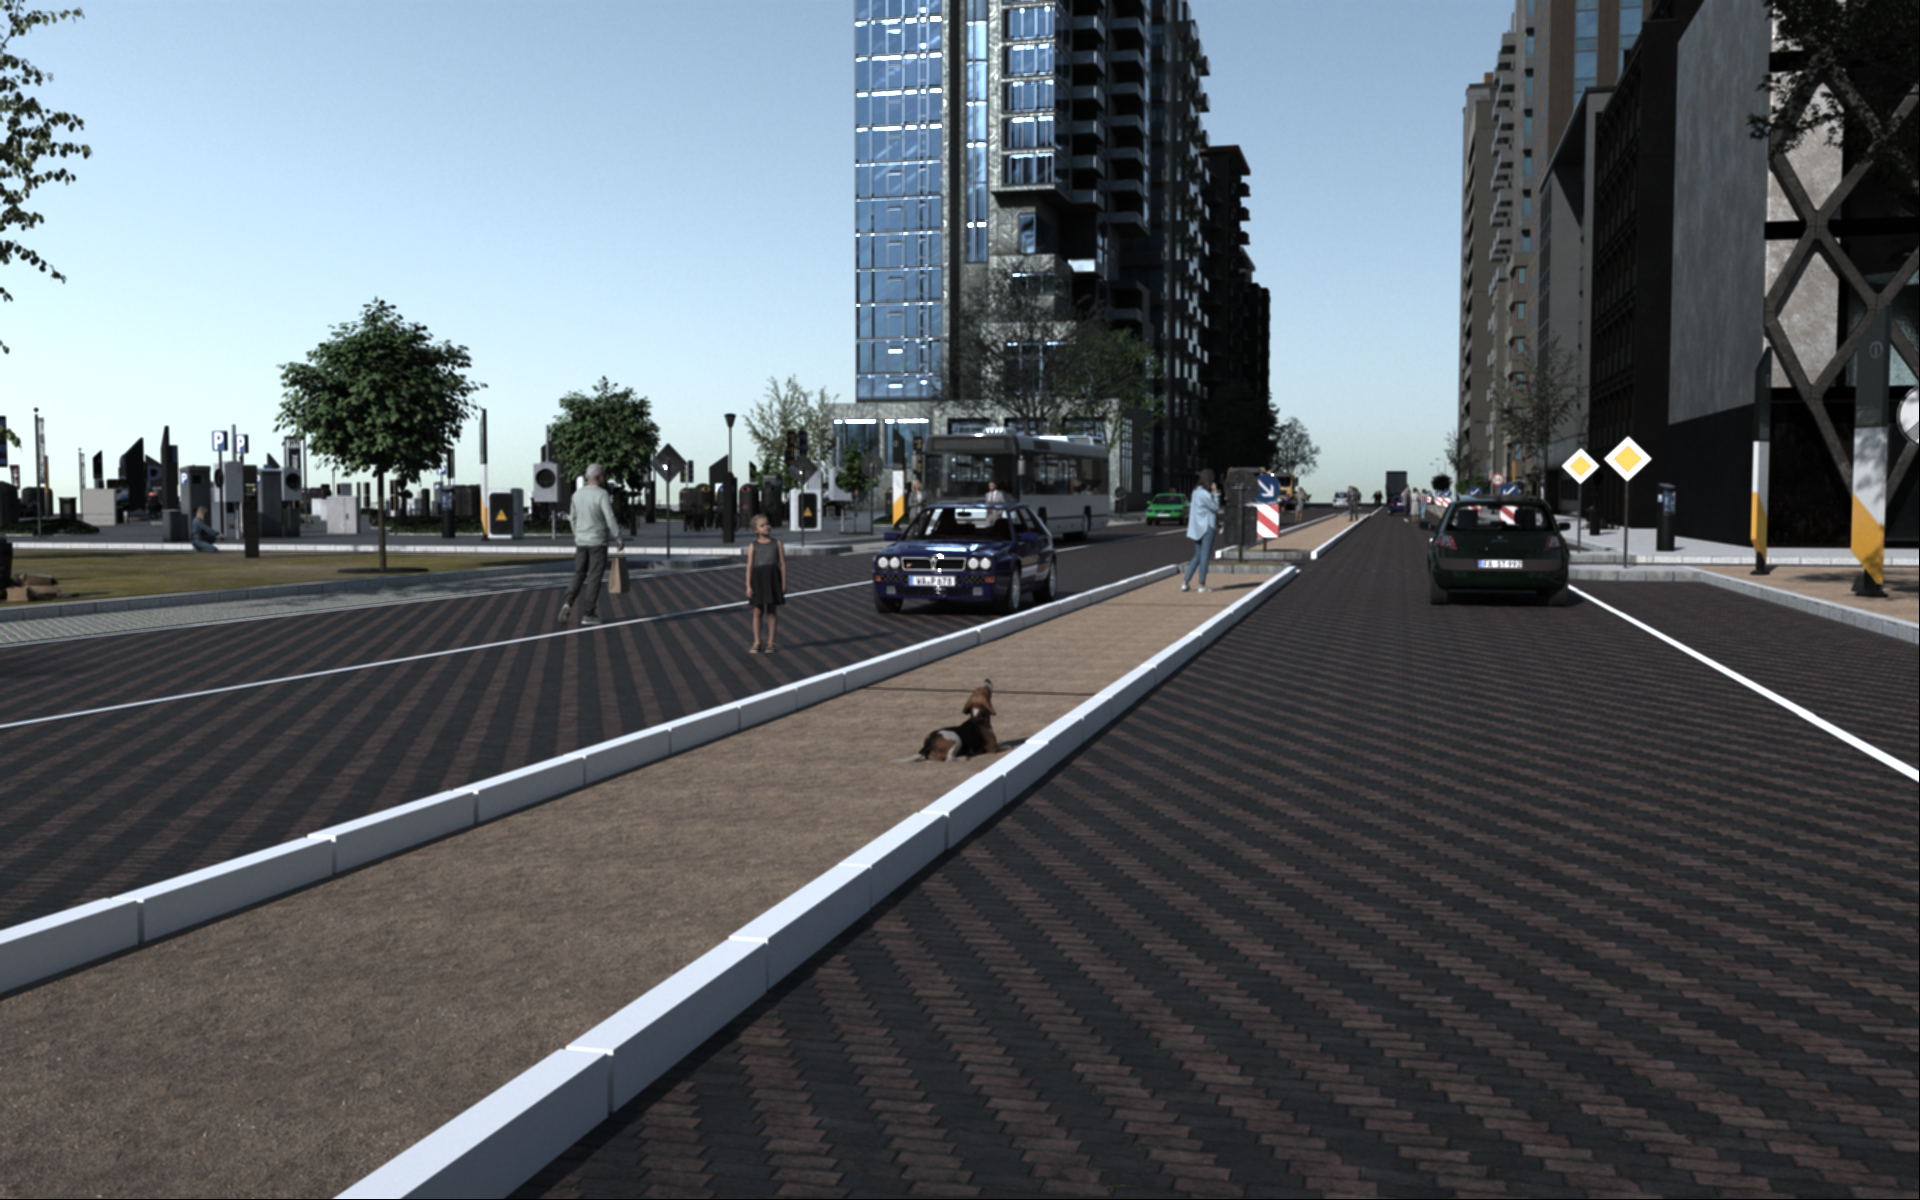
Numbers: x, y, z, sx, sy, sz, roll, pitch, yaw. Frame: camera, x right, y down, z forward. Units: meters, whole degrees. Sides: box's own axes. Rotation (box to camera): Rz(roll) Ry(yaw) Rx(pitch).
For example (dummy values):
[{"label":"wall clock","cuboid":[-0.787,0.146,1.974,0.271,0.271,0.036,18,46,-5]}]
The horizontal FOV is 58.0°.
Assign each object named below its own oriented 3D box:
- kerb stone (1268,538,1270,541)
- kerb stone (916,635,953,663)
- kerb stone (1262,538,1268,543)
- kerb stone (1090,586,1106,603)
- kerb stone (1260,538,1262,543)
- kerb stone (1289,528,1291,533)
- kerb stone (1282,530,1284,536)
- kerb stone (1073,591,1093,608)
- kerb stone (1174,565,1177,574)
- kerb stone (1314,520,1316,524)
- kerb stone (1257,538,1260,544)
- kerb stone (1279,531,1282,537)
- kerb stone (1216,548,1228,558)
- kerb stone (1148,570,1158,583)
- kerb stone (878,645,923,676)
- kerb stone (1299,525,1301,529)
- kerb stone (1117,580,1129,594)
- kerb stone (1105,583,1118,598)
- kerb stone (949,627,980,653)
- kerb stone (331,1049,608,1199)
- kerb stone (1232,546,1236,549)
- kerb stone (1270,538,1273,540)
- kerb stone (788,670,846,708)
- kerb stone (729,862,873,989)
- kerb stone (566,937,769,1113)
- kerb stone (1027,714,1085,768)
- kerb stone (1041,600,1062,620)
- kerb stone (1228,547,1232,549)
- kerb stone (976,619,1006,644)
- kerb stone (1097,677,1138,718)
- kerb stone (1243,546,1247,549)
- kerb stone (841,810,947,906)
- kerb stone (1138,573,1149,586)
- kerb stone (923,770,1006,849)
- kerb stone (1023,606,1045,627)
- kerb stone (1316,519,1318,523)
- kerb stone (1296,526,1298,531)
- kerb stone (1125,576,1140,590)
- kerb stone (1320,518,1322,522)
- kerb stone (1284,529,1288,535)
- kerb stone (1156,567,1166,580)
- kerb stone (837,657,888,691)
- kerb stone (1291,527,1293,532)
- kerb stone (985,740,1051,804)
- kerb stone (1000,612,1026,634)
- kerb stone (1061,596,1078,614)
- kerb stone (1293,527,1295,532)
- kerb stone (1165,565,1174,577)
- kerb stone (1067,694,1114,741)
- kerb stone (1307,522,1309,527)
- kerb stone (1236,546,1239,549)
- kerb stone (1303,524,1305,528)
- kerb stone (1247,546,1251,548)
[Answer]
[{"label":"kerb stone","cuboid":[9.186,-1.837,52.250,0.120,0.150,1.000,1,4,14]},{"label":"kerb stone","cuboid":[-0.263,0.443,14.954,0.120,0.150,1.000,1,4,14]},{"label":"kerb stone","cuboid":[8.935,-1.772,51.258,0.120,0.150,1.000,1,4,14]},{"label":"kerb stone","cuboid":[1.756,-0.043,22.906,0.120,0.150,1.000,1,4,14]},{"label":"kerb stone","cuboid":[8.430,-1.655,49.274,0.120,0.150,1.000,1,4,14]},{"label":"kerb stone","cuboid":[11.707,-2.446,62.193,0.120,0.150,1.000,1,4,14]},{"label":"kerb stone","cuboid":[10.696,-2.203,58.218,0.120,0.150,1.000,1,4,14]},{"label":"kerb stone","cuboid":[1.501,0.017,21.916,0.120,0.150,1.000,1,4,14]},{"label":"kerb stone","cuboid":[3.772,-0.531,30.871,0.120,0.150,1.000,1,4,14]},{"label":"kerb stone","cuboid":[16.247,-3.538,80.092,0.120,0.150,1.000,1,4,14]},{"label":"kerb stone","cuboid":[8.188,-1.595,48.280,0.120,0.150,1.000,1,4,14]},{"label":"kerb stone","cuboid":[10.453,-2.142,57.225,0.120,0.150,1.000,1,4,14]},{"label":"kerb stone","cuboid":[5.917,-1.048,39.334,0.120,0.150,1.000,1,4,14]},{"label":"kerb stone","cuboid":[3.020,-0.343,27.893,0.120,0.150,1.000,1,4,14]},{"label":"kerb stone","cuboid":[-0.512,0.504,13.960,0.120,0.150,1.000,1,4,14]},{"label":"kerb stone","cuboid":[13.218,-2.811,68.165,0.120,0.150,1.000,1,4,14]},{"label":"kerb stone","cuboid":[2.261,-0.158,24.898,0.120,0.150,1.000,1,4,14]},{"label":"kerb stone","cuboid":[2.010,-0.105,23.907,0.120,0.150,1.000,1,4,14]},{"label":"kerb stone","cuboid":[-0.015,0.386,15.946,0.120,0.150,1.000,1,4,14]},{"label":"kerb stone","cuboid":[-0.991,1.143,3.510,0.120,0.150,1.000,1,4,14]},{"label":"kerb stone","cuboid":[6.422,-1.170,41.326,0.120,0.150,1.000,1,4,14]},{"label":"kerb stone","cuboid":[9.438,-1.899,53.249,0.120,0.150,1.000,1,4,14]},{"label":"kerb stone","cuboid":[-1.017,0.625,11.976,0.120,0.150,1.000,1,4,14]},{"label":"kerb stone","cuboid":[-0.490,1.021,5.497,0.120,0.150,1.000,1,4,14]},{"label":"kerb stone","cuboid":[-0.737,1.085,4.505,0.120,0.150,1.000,1,4,14]},{"label":"kerb stone","cuboid":[0.522,0.778,9.478,0.120,0.150,1.000,1,4,14]},{"label":"kerb stone","cuboid":[0.993,0.139,19.919,0.120,0.150,1.000,1,4,14]},{"label":"kerb stone","cuboid":[6.176,-1.105,40.323,0.120,0.150,1.000,1,4,14]},{"label":"kerb stone","cuboid":[0.254,0.321,16.939,0.120,0.150,1.000,1,4,14]},{"label":"kerb stone","cuboid":[1.028,0.656,11.472,0.120,0.150,1.000,1,4,14]},{"label":"kerb stone","cuboid":[7.180,-1.352,44.311,0.120,0.150,1.000,1,4,14]},{"label":"kerb stone","cuboid":[-0.242,0.962,6.489,0.120,0.150,1.000,1,4,14]},{"label":"kerb stone","cuboid":[2.762,-0.286,26.891,0.120,0.150,1.000,1,4,14]},{"label":"kerb stone","cuboid":[0.019,0.900,7.478,0.120,0.150,1.000,1,4,14]},{"label":"kerb stone","cuboid":[0.747,0.202,18.926,0.120,0.150,1.000,1,4,14]},{"label":"kerb stone","cuboid":[16.744,-3.660,82.074,0.120,0.150,1.000,1,4,14]},{"label":"kerb stone","cuboid":[12.715,-2.690,66.176,0.120,0.150,1.000,1,4,14]},{"label":"kerb stone","cuboid":[2.514,-0.226,25.891,0.120,0.150,1.000,1,4,14]},{"label":"kerb stone","cuboid":[17.752,-3.900,86.044,0.120,0.150,1.000,1,4,14]},{"label":"kerb stone","cuboid":[11.208,-2.325,60.208,0.120,0.150,1.000,1,4,14]},{"label":"kerb stone","cuboid":[3.269,-0.409,28.884,0.120,0.150,1.000,1,4,14]},{"label":"kerb stone","cuboid":[-0.758,0.564,12.968,0.120,0.150,1.000,1,4,14]},{"label":"kerb stone","cuboid":[11.962,-2.508,63.194,0.120,0.150,1.000,1,4,14]},{"label":"kerb stone","cuboid":[0.274,0.843,8.474,0.120,0.150,1.000,1,4,14]},{"label":"kerb stone","cuboid":[0.493,0.261,17.935,0.120,0.150,1.000,1,4,14]},{"label":"kerb stone","cuboid":[1.250,0.083,20.920,0.120,0.150,1.000,1,4,14]},{"label":"kerb stone","cuboid":[12.217,-2.569,64.192,0.120,0.150,1.000,1,4,14]},{"label":"kerb stone","cuboid":[3.519,-0.470,29.875,0.120,0.150,1.000,1,4,14]},{"label":"kerb stone","cuboid":[0.775,0.718,10.480,0.120,0.150,1.000,1,4,14]},{"label":"kerb stone","cuboid":[14.729,-3.173,74.123,0.120,0.150,1.000,1,4,14]},{"label":"kerb stone","cuboid":[6.680,-1.227,42.321,0.120,0.150,1.000,1,4,14]},{"label":"kerb stone","cuboid":[13.975,-2.994,71.140,0.120,0.150,1.000,1,4,14]},{"label":"kerb stone","cuboid":[7.432,-1.413,45.302,0.120,0.150,1.000,1,4,14]}]
